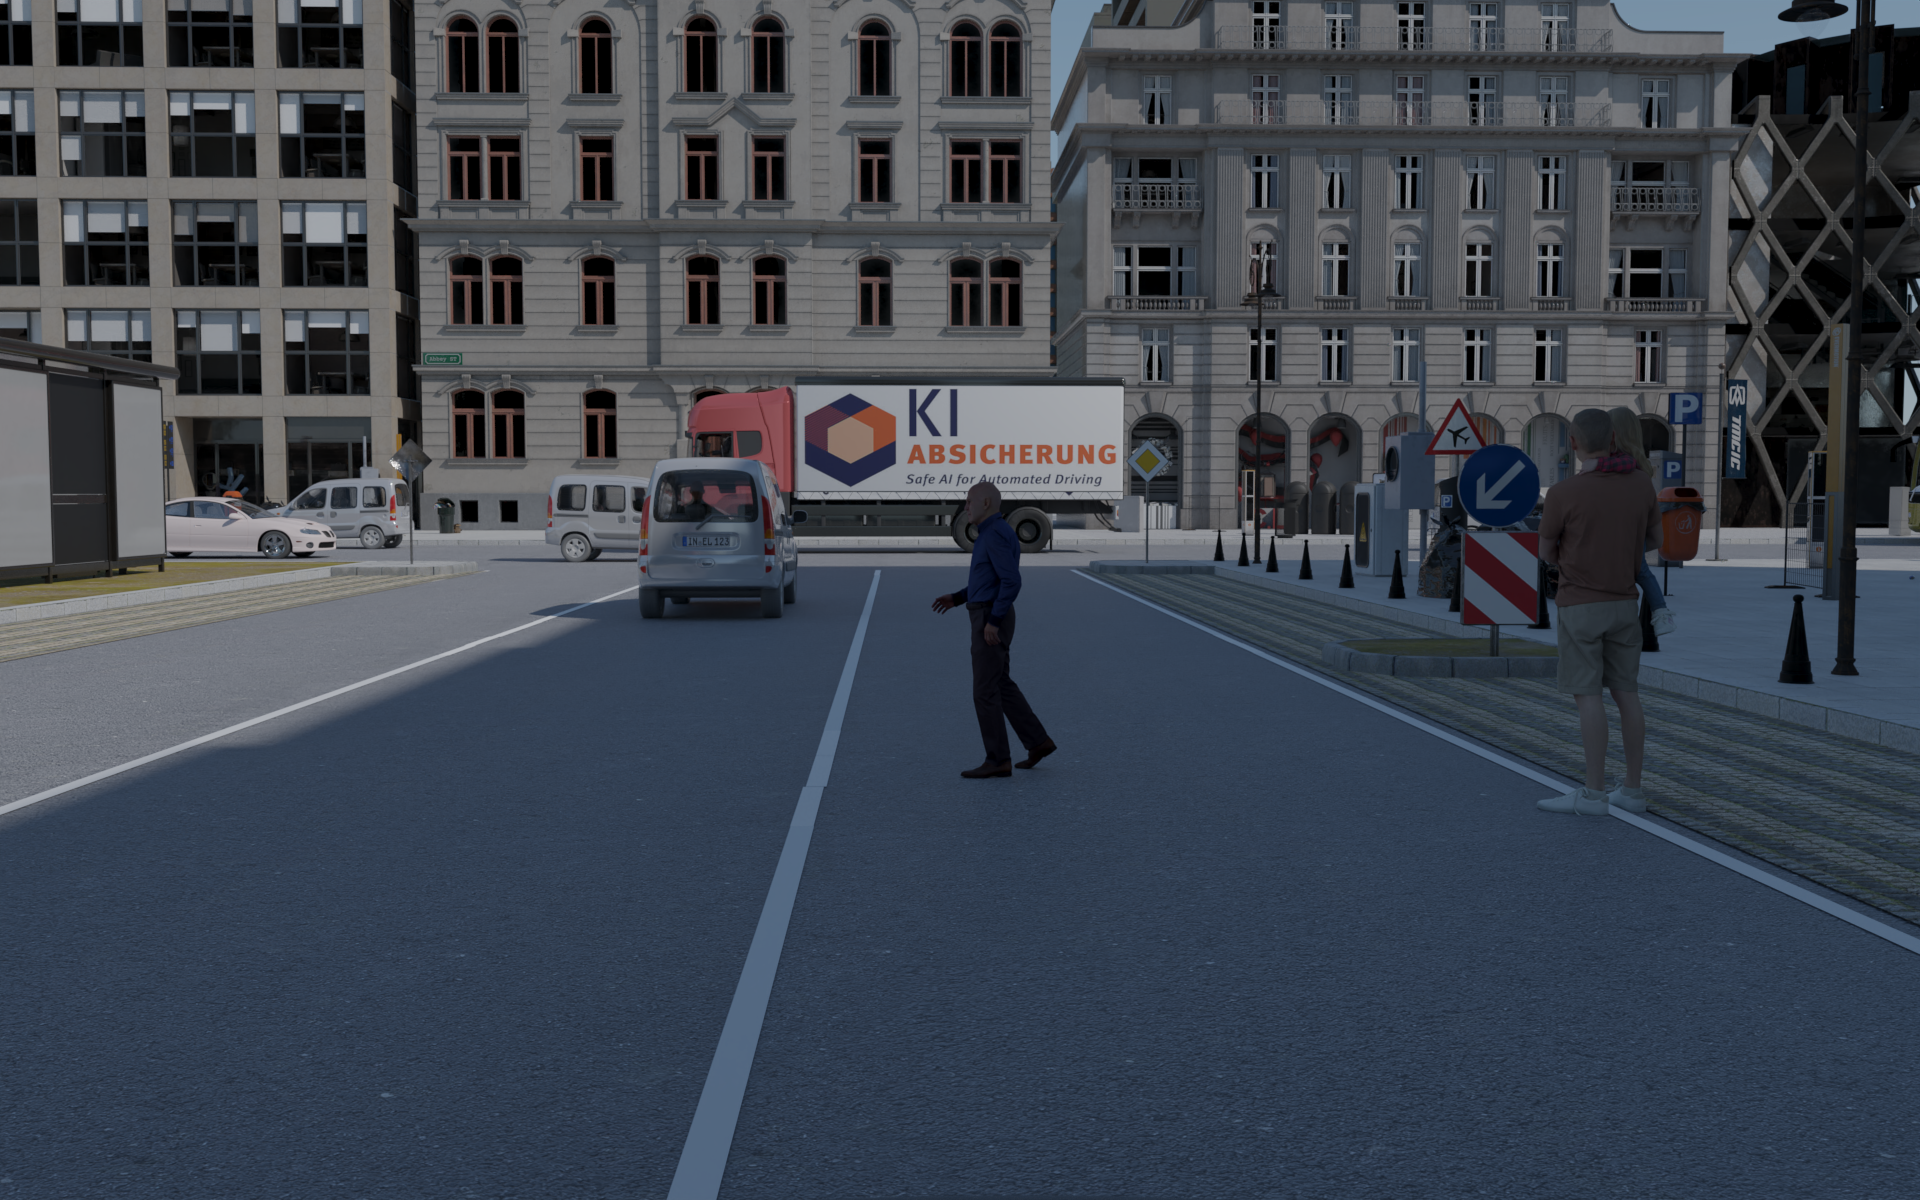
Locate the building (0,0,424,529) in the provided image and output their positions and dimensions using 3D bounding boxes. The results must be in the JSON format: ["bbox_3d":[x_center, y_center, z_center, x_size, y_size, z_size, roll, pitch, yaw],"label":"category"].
[{"bbox_3d":[-36.964,-16.133,68.294,34.151,26.468,19.350,0,4,-2],"label":"building"}]

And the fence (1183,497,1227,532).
[{"bbox_3d":[8.455,-2.984,59.999,0.480,1.192,2.264,-1,4,-22],"label":"fence"}]

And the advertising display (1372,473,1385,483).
[{"bbox_3d":[12.763,-2.872,52.164,0.123,1.923,0.974,-2,4,-25],"label":"advertising display"}]

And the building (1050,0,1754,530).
[{"bbox_3d":[15.832,-13.812,67.626,24.055,21.916,13.314,0,4,-2],"label":"building"}]

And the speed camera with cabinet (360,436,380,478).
[{"bbox_3d":[-20.030,-3.936,58.696,0.660,3.252,2.038,-1,4,-13],"label":"speed camera with cabinet"}]

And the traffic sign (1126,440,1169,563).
[{"bbox_3d":[3.463,-1.738,32.052,0.795,2.450,0.064,0,4,-2],"label":"traffic sign"}]

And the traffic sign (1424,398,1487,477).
[{"bbox_3d":[6.752,-1.440,23.552,0.884,2.594,0.081,0,4,5],"label":"traffic sign"}]

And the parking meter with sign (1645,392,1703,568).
[{"bbox_3d":[12.524,-2.102,30.635,0.543,3.016,1.738,0,4,5],"label":"parking meter with sign"}]

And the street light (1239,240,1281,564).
[{"bbox_3d":[5.472,-3.604,31.719,0.468,5.910,1.993,0,4,-2],"label":"street light"}]

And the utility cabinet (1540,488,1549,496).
[{"bbox_3d":[20.318,-3.154,60.253,1.173,1.500,0.318,-1,4,-12],"label":"utility cabinet"}]

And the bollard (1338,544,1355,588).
[{"bbox_3d":[5.284,-0.465,23.645,0.229,0.601,0.229,0,3,0],"label":"bollard"}]

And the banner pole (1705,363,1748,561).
[{"bbox_3d":[14.744,-2.641,33.204,0.863,3.779,0.401,-1,4,-19],"label":"banner pole"}]

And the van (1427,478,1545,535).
[{"bbox_3d":[14.035,-2.262,44.003,4.112,2.044,2.013,0,4,-3],"label":"van"}]

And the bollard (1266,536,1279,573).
[{"bbox_3d":[5.122,-0.755,28.387,0.229,0.601,0.229,0,3,0],"label":"bollard"}]

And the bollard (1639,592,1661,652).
[{"bbox_3d":[5.608,0.116,14.147,0.229,0.601,0.229,0,3,0],"label":"bollard"}]

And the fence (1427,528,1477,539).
[{"bbox_3d":[8.805,-0.877,29.712,0.278,0.683,2.069,-3,4,-37],"label":"fence"}]

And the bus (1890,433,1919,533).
[{"bbox_3d":[32.719,-3.475,48.369,12.252,3.916,2.896,0,4,-3],"label":"bus"}]

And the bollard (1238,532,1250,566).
[{"bbox_3d":[5.041,-0.900,30.763,0.229,0.601,0.229,0,3,0],"label":"bollard"}]

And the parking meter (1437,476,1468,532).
[{"bbox_3d":[6.445,-0.871,22.652,0.372,1.533,0.369,0,3,0],"label":"parking meter"}]

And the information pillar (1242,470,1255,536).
[{"bbox_3d":[8.862,-2.984,53.274,0.304,2.012,0.304,-1,4,-12],"label":"information pillar"}]

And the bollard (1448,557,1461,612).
[{"bbox_3d":[5.445,-0.174,18.885,0.229,0.601,0.229,0,3,0],"label":"bollard"}]

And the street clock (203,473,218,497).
[{"bbox_3d":[-25.578,-3.338,59.151,0.471,2.002,0.358,-1,4,-13],"label":"street clock"}]

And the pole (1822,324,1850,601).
[{"bbox_3d":[10.557,-1.653,20.870,0.158,3.312,0.155,0,3,0],"label":"pole"}]

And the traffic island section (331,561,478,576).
[{"bbox_3d":[-10.047,-0.574,31.674,2.009,0.180,2.903,0,4,-2],"label":"traffic island section"}]

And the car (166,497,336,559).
[{"bbox_3d":[-16.547,-1.627,38.968,4.827,1.381,2.083,0,4,-1],"label":"car"}]

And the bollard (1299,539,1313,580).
[{"bbox_3d":[5.199,-0.610,26.020,0.229,0.601,0.229,0,3,0],"label":"bollard"}]

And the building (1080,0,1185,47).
[{"bbox_3d":[22.482,-33.384,169.536,21.300,48.544,21.600,0,4,-2],"label":"building"}]

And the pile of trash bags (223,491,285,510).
[{"bbox_3d":[-21.619,-2.742,54.590,3.447,1.369,1.912,0,4,7],"label":"pile of trash bags"}]

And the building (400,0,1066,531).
[{"bbox_3d":[-8.037,-17.073,66.539,23.554,28.519,14.401,0,4,-2],"label":"building"}]

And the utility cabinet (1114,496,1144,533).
[{"bbox_3d":[5.659,-2.868,58.056,1.020,1.237,0.306,3,4,38],"label":"utility cabinet"}]

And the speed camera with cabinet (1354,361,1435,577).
[{"bbox_3d":[6.659,-1.974,26.613,0.660,3.252,2.038,0,4,-6],"label":"speed camera with cabinet"}]

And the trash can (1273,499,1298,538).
[{"bbox_3d":[9.439,-2.361,50.251,0.748,1.137,0.748,0,3,0],"label":"trash can"}]

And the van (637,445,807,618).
[{"bbox_3d":[-2.922,-0.879,21.384,2.013,2.044,4.112,0,4,-2],"label":"van"}]

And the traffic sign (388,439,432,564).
[{"bbox_3d":[-10.024,-1.711,31.613,0.795,2.450,0.064,0,4,-2],"label":"traffic sign"}]

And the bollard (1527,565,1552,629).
[{"bbox_3d":[5.530,-0.029,16.518,0.229,0.601,0.229,0,3,0],"label":"bollard"}]

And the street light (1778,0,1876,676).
[{"bbox_3d":[6.291,-2.406,12.133,0.468,5.910,1.993,0,4,-2],"label":"street light"}]

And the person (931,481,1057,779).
[{"bbox_3d":[0.126,0.143,8.857,0.600,1.496,0.574,2,4,26],"label":"person"}]

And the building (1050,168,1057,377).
[{"bbox_3d":[7.891,-35.223,230.518,28.867,44.769,22.147,0,4,-2],"label":"building"}]

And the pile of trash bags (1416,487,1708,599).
[{"bbox_3d":[7.529,-0.711,21.374,3.447,1.369,1.912,0,4,-7],"label":"pile of trash bags"}]

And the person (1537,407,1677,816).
[{"bbox_3d":[2.934,0.038,7.856,0.573,1.828,0.580,2,4,30],"label":"person"}]

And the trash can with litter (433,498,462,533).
[{"bbox_3d":[-16.656,-2.749,56.331,0.624,1.170,1.055,0,4,8],"label":"trash can with litter"}]

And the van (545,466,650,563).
[{"bbox_3d":[-6.728,-1.836,37.024,4.112,2.044,2.013,0,4,-2],"label":"van"}]

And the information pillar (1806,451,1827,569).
[{"bbox_3d":[14.771,-1.548,29.809,0.304,2.012,0.304,1,4,15],"label":"information pillar"}]

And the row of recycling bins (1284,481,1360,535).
[{"bbox_3d":[11.992,-2.915,54.767,3.534,1.692,1.069,1,4,23],"label":"row of recycling bins"}]

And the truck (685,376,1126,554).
[{"bbox_3d":[-1.707,-3.276,42.477,11.283,4.237,2.839,0,4,-3],"label":"truck"}]

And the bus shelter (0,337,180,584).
[{"bbox_3d":[-13.754,-2.841,24.083,2.179,5.291,8.768,0,4,-2],"label":"bus shelter"}]

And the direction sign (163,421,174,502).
[{"bbox_3d":[-24.550,-3.774,53.706,0.379,3.537,0.876,0,4,-3],"label":"direction sign"}]

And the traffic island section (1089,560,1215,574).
[{"bbox_3d":[3.487,-0.602,32.130,2.009,0.180,2.903,0,4,-2],"label":"traffic island section"}]

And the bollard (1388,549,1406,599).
[{"bbox_3d":[5.370,-0.320,21.268,0.229,0.601,0.229,0,3,0],"label":"bollard"}]

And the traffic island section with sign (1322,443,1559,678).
[{"bbox_3d":[4.102,-0.351,14.374,1.989,1.847,2.006,0,4,-2],"label":"traffic island section with sign"}]

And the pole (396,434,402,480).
[{"bbox_3d":[-19.094,-3.986,59.012,0.158,3.312,0.155,0,3,0],"label":"pole"}]

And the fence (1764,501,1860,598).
[{"bbox_3d":[11.042,-0.689,22.470,0.480,1.192,2.264,1,4,9],"label":"fence"}]

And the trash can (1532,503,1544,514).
[{"bbox_3d":[8.995,-0.964,27.414,0.748,1.137,0.748,0,3,0],"label":"trash can"}]

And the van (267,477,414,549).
[{"bbox_3d":[-16.578,-2.358,45.571,4.112,2.044,2.013,0,3,0],"label":"van"}]

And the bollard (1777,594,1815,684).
[{"bbox_3d":[5.691,0.261,11.771,0.229,0.601,0.229,0,3,0],"label":"bollard"}]

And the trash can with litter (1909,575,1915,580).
[{"bbox_3d":[14.963,-0.884,25.517,1.678,1.210,2.233,3,5,41],"label":"trash can with litter"}]

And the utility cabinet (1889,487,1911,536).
[{"bbox_3d":[28.818,-2.714,53.052,0.318,1.500,1.173,1,4,13],"label":"utility cabinet"}]

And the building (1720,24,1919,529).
[{"bbox_3d":[36.593,-12.421,70.534,16.811,18.784,16.820,0,4,-2],"label":"building"}]

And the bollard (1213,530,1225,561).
[{"bbox_3d":[4.960,-1.045,33.130,0.229,0.601,0.229,0,3,0],"label":"bollard"}]
